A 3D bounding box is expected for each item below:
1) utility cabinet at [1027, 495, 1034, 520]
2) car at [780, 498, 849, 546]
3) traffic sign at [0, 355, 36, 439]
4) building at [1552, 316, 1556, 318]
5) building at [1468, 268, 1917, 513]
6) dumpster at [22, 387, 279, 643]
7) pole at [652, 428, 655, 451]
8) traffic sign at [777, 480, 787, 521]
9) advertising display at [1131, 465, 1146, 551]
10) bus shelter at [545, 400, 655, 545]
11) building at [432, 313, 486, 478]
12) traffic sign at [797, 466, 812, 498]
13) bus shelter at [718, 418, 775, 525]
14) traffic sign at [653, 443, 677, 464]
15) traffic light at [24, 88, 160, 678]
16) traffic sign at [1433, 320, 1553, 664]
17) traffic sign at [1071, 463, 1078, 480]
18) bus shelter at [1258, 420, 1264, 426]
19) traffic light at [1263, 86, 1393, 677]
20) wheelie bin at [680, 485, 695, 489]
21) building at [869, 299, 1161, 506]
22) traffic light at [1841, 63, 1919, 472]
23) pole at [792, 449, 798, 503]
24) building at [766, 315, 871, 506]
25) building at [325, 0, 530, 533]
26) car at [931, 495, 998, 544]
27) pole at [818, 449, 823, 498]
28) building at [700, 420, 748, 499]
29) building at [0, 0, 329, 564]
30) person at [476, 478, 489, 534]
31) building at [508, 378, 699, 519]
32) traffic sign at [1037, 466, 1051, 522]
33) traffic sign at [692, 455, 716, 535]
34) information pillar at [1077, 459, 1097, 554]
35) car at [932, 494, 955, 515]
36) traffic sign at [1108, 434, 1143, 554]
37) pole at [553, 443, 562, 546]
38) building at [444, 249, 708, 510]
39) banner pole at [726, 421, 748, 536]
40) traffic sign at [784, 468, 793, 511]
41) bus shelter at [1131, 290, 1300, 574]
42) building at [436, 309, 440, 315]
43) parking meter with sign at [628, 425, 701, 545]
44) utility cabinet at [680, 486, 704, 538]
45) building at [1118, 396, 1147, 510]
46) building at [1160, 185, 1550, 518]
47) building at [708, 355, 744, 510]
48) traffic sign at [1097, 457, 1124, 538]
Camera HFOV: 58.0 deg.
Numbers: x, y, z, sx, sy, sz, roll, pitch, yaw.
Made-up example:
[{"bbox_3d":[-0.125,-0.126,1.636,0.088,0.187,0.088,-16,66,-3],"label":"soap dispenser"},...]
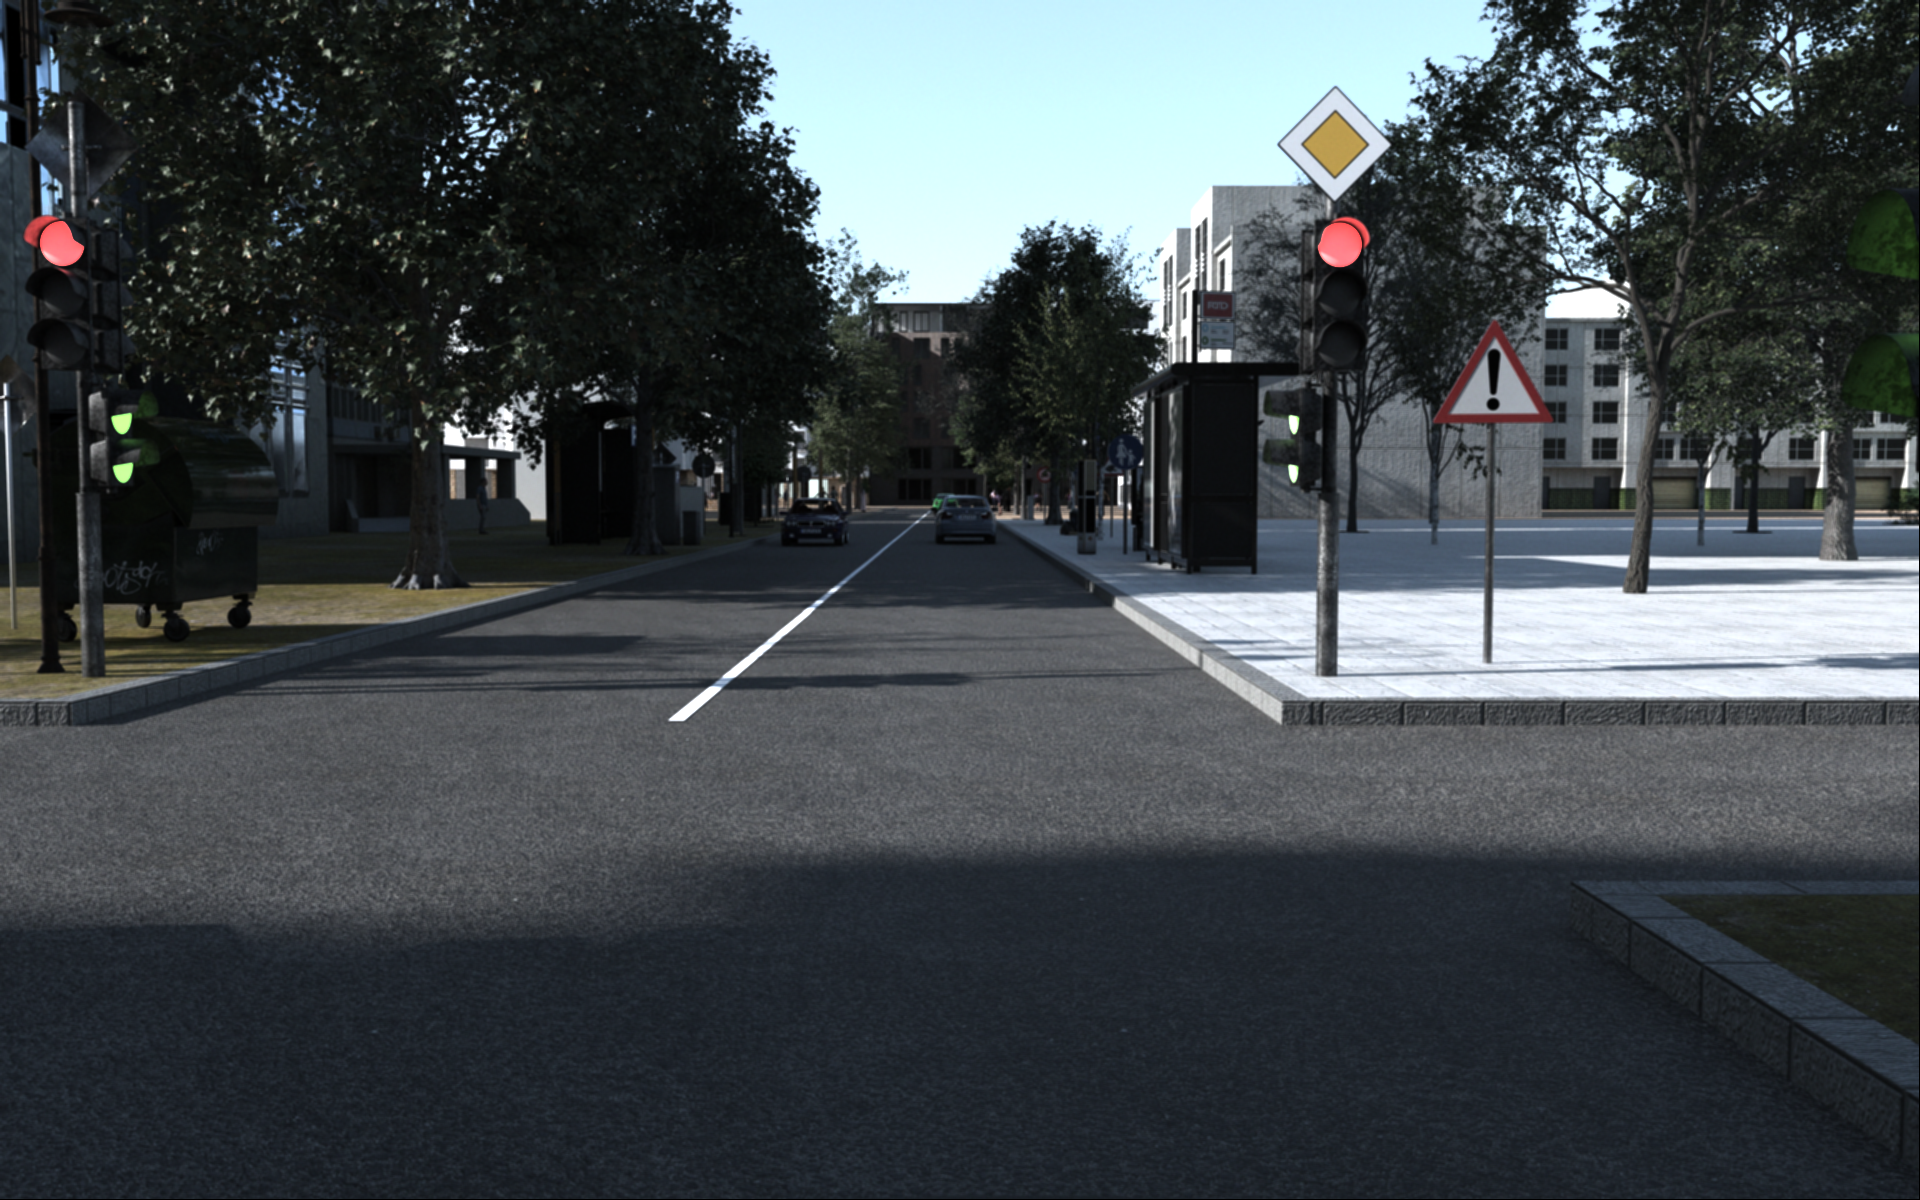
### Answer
[{"bbox_3d":[3.472,-4.547,85.505,0.306,1.237,1.020,0,3,0],"label":"utility cabinet"},{"bbox_3d":[-4.092,-2.232,49.067,1.945,1.354,3.894,0,4,-1],"label":"car"},{"bbox_3d":[-9.003,-1.021,16.421,0.795,2.593,0.064,0,4,7],"label":"traffic sign"},{"bbox_3d":[61.097,-20.402,189.985,11.380,20.091,16.016,0,4,0],"label":"building"},{"bbox_3d":[61.336,-17.084,145.787,31.486,18.905,16.747,0,4,0],"label":"building"},{"bbox_3d":[-7.290,-0.808,15.701,1.502,2.255,1.985,0,4,0],"label":"dumpster"},{"bbox_3d":[-8.914,-3.439,50.071,0.158,3.312,0.155,0,3,0],"label":"pole"},{"bbox_3d":[-8.666,-5.029,82.227,0.884,2.594,0.081,0,4,6],"label":"traffic sign"},{"bbox_3d":[4.095,-2.074,39.130,0.123,1.923,0.974,2,4,26],"label":"advertising display"},{"bbox_3d":[-9.537,-3.369,46.364,1.731,3.624,6.357,0,3,0],"label":"bus shelter"},{"bbox_3d":[-45.894,-16.979,144.058,31.486,18.905,16.747,0,4,0],"label":"building"},{"bbox_3d":[-7.063,-4.768,78.056,0.768,2.556,0.104,1,4,9],"label":"traffic sign"},{"bbox_3d":[-9.363,-5.986,75.496,2.179,5.291,8.768,0,4,0],"label":"bus shelter"},{"bbox_3d":[-7.708,-2.746,44.637,0.795,2.593,0.064,0,4,4],"label":"traffic sign"},{"bbox_3d":[-6.072,-1.415,12.053,0.839,4.253,0.868,0,4,0],"label":"traffic light"},{"bbox_3d":[3.998,-0.798,13.052,0.884,2.594,0.081,0,4,4],"label":"traffic sign"},{"bbox_3d":[4.444,-3.921,64.221,0.768,2.556,0.104,1,4,9],"label":"traffic sign"},{"bbox_3d":[5.525,-2.822,40.056,2.014,3.302,5.546,0,4,0],"label":"bus shelter"},{"bbox_3d":[2.569,-1.419,12.114,0.839,4.253,0.868,0,4,0],"label":"traffic light"},{"bbox_3d":[-9.667,-3.265,61.293,0.980,1.594,0.693,-3,4,-37],"label":"wheelie bin"},{"bbox_3d":[6.559,-21.518,195.786,32.646,21.610,27.936,0,4,0],"label":"building"},{"bbox_3d":[2.611,-0.930,4.129,0.839,4.253,0.868,0,4,0],"label":"traffic light"},{"bbox_3d":[-6.978,-4.856,73.237,0.158,3.312,0.155,0,3,0],"label":"pole"},{"bbox_3d":[-15.423,-20.386,189.726,11.380,20.091,16.016,0,4,0],"label":"building"},{"bbox_3d":[-34.113,-22.791,64.509,32.217,40.220,23.993,0,4,0],"label":"building"},{"bbox_3d":[0.139,-2.397,51.191,2.014,1.417,4.499,0,4,-1],"label":"car"},{"bbox_3d":[-6.281,-5.152,78.079,0.158,3.312,0.155,0,3,0],"label":"pole"},{"bbox_3d":[-35.131,-14.965,186.817,28.070,9.664,9.099,0,4,0],"label":"building"},{"bbox_3d":[-28.685,-44.221,35.679,22.319,86.520,31.000,0,4,0],"label":"building"},{"bbox_3d":[-15.312,-3.027,55.659,0.434,1.807,0.598,1,4,18],"label":"person"},{"bbox_3d":[-22.134,-9.757,101.671,9.099,9.664,28.070,0,4,0],"label":"building"},{"bbox_3d":[3.905,-4.866,79.665,0.768,2.556,0.104,0,4,5],"label":"traffic sign"},{"bbox_3d":[-8.098,-3.339,54.703,0.768,2.556,0.104,1,4,9],"label":"traffic sign"},{"bbox_3d":[2.709,-1.986,36.960,0.304,2.012,0.304,-2,4,-25],"label":"information pillar"},{"bbox_3d":[-1.005,-6.943,122.308,1.959,1.807,4.718,0,4,0],"label":"car"},{"bbox_3d":[3.523,-2.248,36.856,0.768,2.556,0.104,1,4,8],"label":"traffic sign"},{"bbox_3d":[-9.982,-3.001,42.912,0.158,3.312,0.155,0,3,0],"label":"pole"},{"bbox_3d":[-26.760,-16.224,121.680,16.016,20.091,11.380,0,4,0],"label":"building"},{"bbox_3d":[-6.845,-3.841,52.816,0.401,3.779,0.863,3,4,36],"label":"banner pole"},{"bbox_3d":[-8.517,-5.234,85.685,0.768,2.556,0.104,0,4,7],"label":"traffic sign"},{"bbox_3d":[4.394,-3.315,31.826,2.179,5.291,8.768,0,4,0],"label":"bus shelter"},{"bbox_3d":[-65.539,-21.523,195.881,32.646,21.610,27.936,0,4,0],"label":"building"},{"bbox_3d":[-7.413,-2.892,43.542,1.738,3.016,0.543,1,4,9],"label":"parking meter with sign"},{"bbox_3d":[-8.034,-2.547,50.326,1.173,1.500,0.318,-3,5,-41],"label":"utility cabinet"},{"bbox_3d":[18.384,-11.994,138.257,9.099,9.664,28.070,0,4,0],"label":"building"},{"bbox_3d":[22.729,-14.771,107.962,16.747,18.905,31.486,0,4,0],"label":"building"},{"bbox_3d":[-24.077,-17.623,144.554,11.380,20.091,16.016,0,4,0],"label":"building"},{"bbox_3d":[4.471,-3.119,51.004,0.884,2.594,0.081,0,4,2],"label":"traffic sign"}]
